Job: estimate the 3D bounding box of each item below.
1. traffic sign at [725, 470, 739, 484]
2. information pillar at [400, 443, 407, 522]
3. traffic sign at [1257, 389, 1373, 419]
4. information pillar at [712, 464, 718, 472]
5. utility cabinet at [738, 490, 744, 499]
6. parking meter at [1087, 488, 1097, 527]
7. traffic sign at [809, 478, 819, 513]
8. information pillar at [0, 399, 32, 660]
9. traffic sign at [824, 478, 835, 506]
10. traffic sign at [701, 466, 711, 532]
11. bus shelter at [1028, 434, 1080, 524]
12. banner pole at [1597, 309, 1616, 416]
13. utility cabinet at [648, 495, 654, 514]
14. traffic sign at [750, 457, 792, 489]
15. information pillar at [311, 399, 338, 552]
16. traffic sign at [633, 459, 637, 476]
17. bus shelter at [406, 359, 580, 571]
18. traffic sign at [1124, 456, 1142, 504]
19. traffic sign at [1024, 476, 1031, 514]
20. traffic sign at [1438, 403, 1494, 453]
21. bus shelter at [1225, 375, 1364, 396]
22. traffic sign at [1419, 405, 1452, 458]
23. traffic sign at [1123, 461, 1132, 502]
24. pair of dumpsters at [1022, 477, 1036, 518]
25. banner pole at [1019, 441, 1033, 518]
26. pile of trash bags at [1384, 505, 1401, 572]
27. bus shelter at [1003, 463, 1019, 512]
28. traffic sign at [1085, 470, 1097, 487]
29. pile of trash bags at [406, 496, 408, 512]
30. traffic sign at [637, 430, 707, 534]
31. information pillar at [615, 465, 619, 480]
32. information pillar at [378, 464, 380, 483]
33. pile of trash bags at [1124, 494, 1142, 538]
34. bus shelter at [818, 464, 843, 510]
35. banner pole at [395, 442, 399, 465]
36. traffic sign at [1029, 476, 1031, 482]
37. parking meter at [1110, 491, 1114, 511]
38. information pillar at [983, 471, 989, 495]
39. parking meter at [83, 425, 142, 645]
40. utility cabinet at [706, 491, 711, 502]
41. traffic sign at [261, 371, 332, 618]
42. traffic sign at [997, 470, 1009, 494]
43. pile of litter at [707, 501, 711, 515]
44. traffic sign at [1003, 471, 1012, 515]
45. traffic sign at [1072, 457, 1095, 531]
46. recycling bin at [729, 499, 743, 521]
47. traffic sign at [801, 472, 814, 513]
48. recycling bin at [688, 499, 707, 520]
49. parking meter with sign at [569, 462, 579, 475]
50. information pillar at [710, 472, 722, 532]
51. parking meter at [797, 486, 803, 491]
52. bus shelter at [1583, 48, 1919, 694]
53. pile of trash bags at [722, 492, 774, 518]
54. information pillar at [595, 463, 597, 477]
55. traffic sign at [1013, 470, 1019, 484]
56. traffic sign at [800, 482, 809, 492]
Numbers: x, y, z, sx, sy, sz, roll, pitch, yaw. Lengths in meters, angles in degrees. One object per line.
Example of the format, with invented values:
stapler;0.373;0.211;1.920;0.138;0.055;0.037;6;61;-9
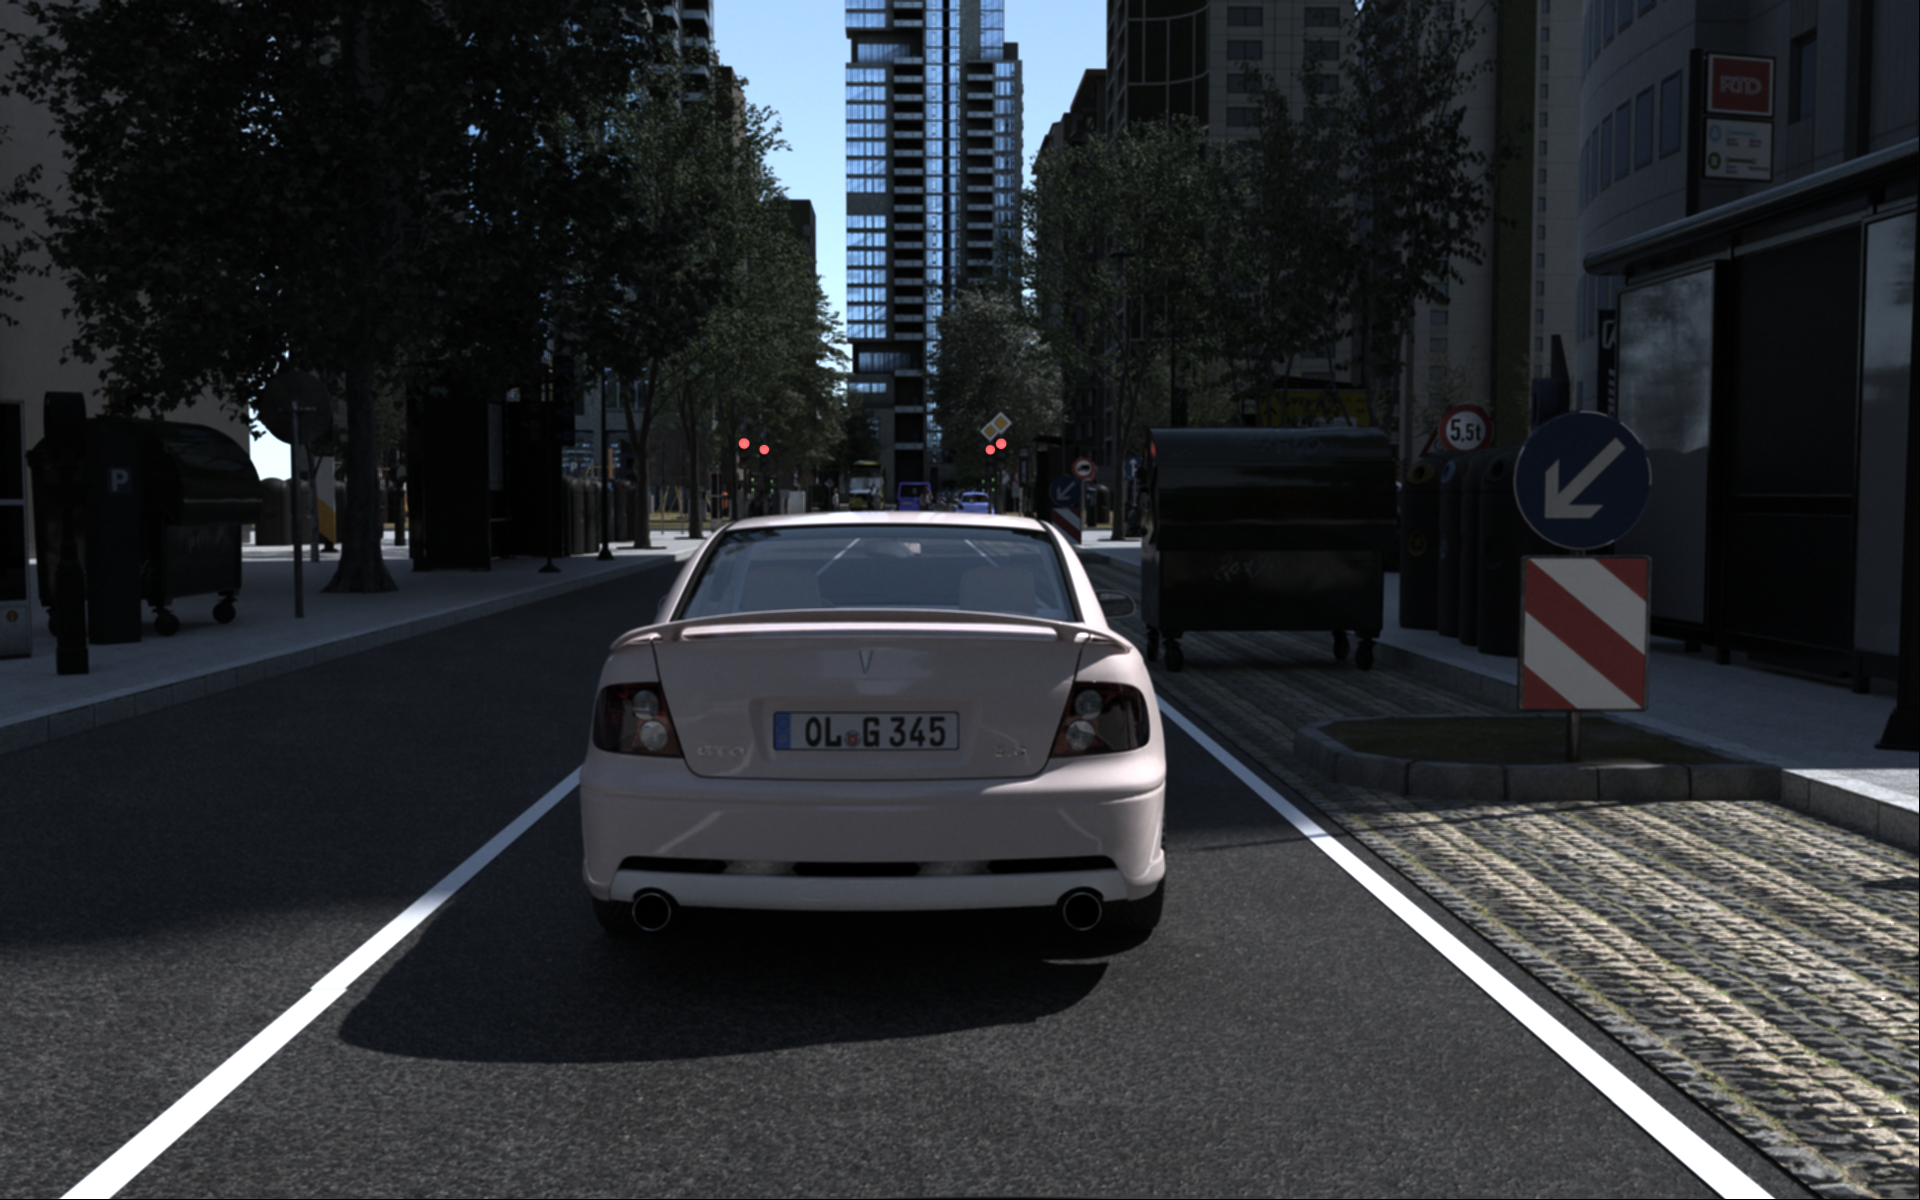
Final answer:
traffic sign;-12.000;-5.574;91.234;0.768;2.556;0.104;0;4;4
information pillar;-25.500;-5.382;79.356;0.183;3.616;0.504;0;4;-2
traffic sign;6.881;-2.437;33.719;2.265;3.308;0.079;0;4;-1
information pillar;-18.831;-8.672;133.139;0.504;3.616;0.183;3;4;38
utility cabinet;-11.980;-5.242;94.390;0.318;1.500;1.173;-1;4;-14
parking meter;5.110;-3.591;67.127;0.372;1.533;0.369;0;3;0
traffic sign;-9.234;-6.590;107.747;0.884;2.594;0.081;0;4;0
information pillar;-7.466;-0.548;13.450;0.304;2.012;0.304;2;4;31
traffic sign;-9.270;-7.472;123.345;0.795;2.450;0.064;0;4;4
traffic sign;-8.765;-3.592;58.732;0.884;2.594;0.081;0;4;-1
bus shelter;3.863;-4.892;71.262;1.731;3.624;6.357;0;4;-2
banner pole;7.999;-1.876;20.694;0.863;3.779;0.401;0;4;3
utility cabinet;-20.726;-6.322;114.519;1.020;1.237;0.306;2;4;28
traffic sign;-10.263;-6.135;94.176;2.265;3.308;0.079;0;4;1
information pillar;-14.023;-2.863;38.161;0.504;3.616;0.183;-1;4;-9
traffic sign;-10.609;-3.547;58.099;0.768;2.556;0.104;0;4;8
bus shelter;-8.412;-2.476;31.767;1.731;3.624;6.357;0;4;-2
traffic sign;5.863;-3.544;58.046;0.768;2.556;0.104;0;4;6
traffic sign;4.129;-6.762;110.657;0.768;2.556;0.104;0;4;5
traffic sign;7.093;-1.484;24.378;0.768;2.556;0.104;0;4;5
bus shelter;7.121;-2.820;37.383;1.731;3.624;6.357;0;4;-1
traffic sign;7.125;-1.546;25.279;0.884;2.594;0.081;0;4;1
traffic sign;6.317;-4.026;65.923;0.768;2.556;0.104;0;4;5
pair of dumpsters;4.256;-5.619;94.371;1.574;2.255;4.437;0;4;-2
banner pole;3.087;-5.486;79.707;0.863;3.779;0.401;-1;4;-17
pile of trash bags;6.819;-1.136;28.330;1.912;1.369;3.447;-1;4;-14
bus shelter;3.361;-8.150;124.541;1.731;3.624;6.357;0;4;-2
traffic sign;5.929;-4.886;79.996;0.768;2.556;0.104;0;4;7
pile of trash bags;-39.923;-6.846;121.687;3.447;1.369;1.912;2;4;32
traffic sign;-9.144;-3.738;54.987;2.265;3.308;0.079;0;4;5
information pillar;-27.159;-8.915;137.114;0.183;3.616;0.504;-2;4;-33
information pillar;-45.252;-8.785;134.982;0.183;3.616;0.504;-2;4;-23
pile of trash bags;5.688;-2.601;52.280;1.912;1.369;3.447;0;4;3
bus shelter;-10.336;-9.031;138.941;1.731;3.624;6.357;0;4;-2
banner pole;-27.005;-5.701;83.231;0.401;3.779;0.863;-1;4;-9
traffic sign;4.848;-7.293;119.339;0.768;2.556;0.104;0;4;7
parking meter;11.444;-7.426;129.819;0.372;1.533;0.369;0;3;0
information pillar;1.974;-8.390;128.527;0.504;3.616;0.183;-1;4;-21
parking meter;-7.276;-0.561;14.887;0.255;1.863;0.399;2;4;30
utility cabinet;-16.050;-6.315;111.933;0.318;1.500;1.173;-2;4;-32
traffic sign;-6.856;-1.088;17.894;0.768;2.556;0.104;0;4;6
traffic sign;2.237;-5.622;92.029;0.768;2.556;0.104;0;4;4
pile of litter;-15.185;-5.563;104.916;1.719;0.858;1.176;0;4;8
traffic sign;2.429;-5.736;93.887;0.768;2.556;0.104;0;4;6
traffic sign;4.227;-3.623;59.338;0.768;2.556;0.104;0;4;1
recycling bin;-10.554;-4.263;82.248;0.722;1.027;0.722;-1;4;-17
traffic sign;-8.746;-6.061;99.208;0.768;2.556;0.104;0;4;3
recycling bin;-12.850;-4.415;84.733;0.722;1.027;0.722;-2;4;-29
parking meter with sign;-21.118;-5.917;93.002;0.543;3.016;1.738;1;4;18
information pillar;-8.175;-3.280;58.120;0.304;2.012;0.304;1;4;16
parking meter;-11.160;-7.026;120.592;0.399;1.863;0.255;2;4;35
bus shelter;6.481;-2.185;13.361;2.179;5.291;8.768;0;4;-2
pile of trash bags;-10.805;-4.732;87.117;3.447;1.369;1.912;-1;4;-23
information pillar;-27.115;-8.421;129.039;0.183;3.616;0.504;0;4;-1
traffic sign;3.085;-5.388;88.199;0.768;2.556;0.104;0;4;0
traffic sign;-11.458;-7.810;127.693;0.884;2.594;0.081;0;4;3
